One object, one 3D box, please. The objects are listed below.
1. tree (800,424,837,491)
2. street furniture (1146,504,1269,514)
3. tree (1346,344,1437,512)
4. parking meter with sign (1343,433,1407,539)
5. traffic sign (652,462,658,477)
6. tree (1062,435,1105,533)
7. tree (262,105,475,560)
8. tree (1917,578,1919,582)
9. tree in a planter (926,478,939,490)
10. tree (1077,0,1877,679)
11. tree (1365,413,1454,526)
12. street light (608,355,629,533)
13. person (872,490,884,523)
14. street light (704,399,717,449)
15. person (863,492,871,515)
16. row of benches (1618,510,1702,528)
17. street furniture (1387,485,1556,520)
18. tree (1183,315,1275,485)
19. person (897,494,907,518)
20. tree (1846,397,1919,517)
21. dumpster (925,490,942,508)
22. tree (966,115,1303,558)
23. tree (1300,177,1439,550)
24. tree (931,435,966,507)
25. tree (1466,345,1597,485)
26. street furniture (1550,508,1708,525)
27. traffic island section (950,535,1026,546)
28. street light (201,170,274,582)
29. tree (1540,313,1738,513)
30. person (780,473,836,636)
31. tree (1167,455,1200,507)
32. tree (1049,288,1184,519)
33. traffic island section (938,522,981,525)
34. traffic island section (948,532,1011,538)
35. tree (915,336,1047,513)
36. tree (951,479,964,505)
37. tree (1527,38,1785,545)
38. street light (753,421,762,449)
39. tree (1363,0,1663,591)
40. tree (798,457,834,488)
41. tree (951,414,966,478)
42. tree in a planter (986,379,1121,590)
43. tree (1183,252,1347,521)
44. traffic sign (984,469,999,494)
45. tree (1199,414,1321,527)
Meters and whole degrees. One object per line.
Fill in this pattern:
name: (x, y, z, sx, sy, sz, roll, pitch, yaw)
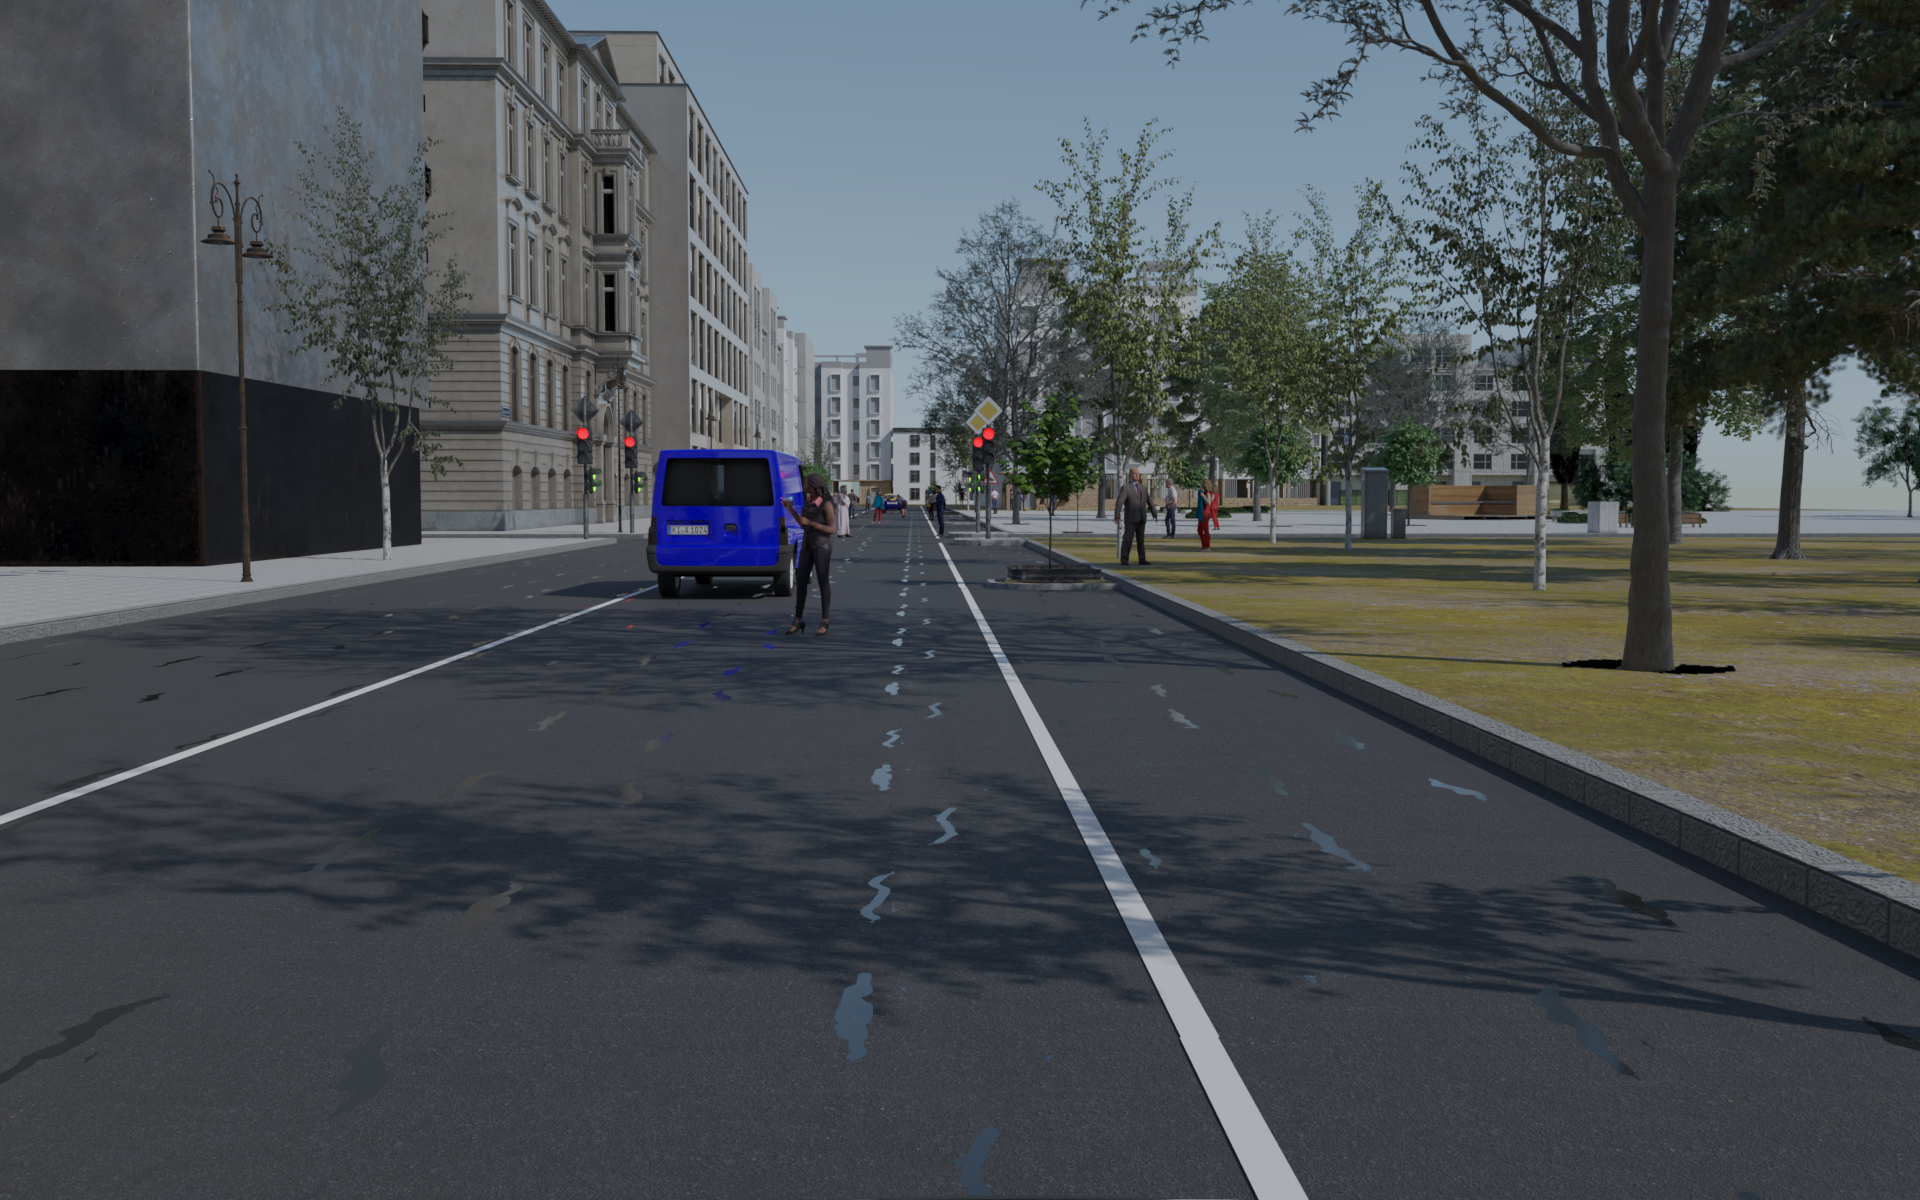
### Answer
tree: (-14.701, -14.112, 181.094, 4.360, 8.622, 3.978, 0, 3, 0)
street furniture: (15.302, -5.964, 113.131, 10.072, 0.657, 5.734, 0, 4, 1)
tree: (31.036, -12.346, 123.913, 6.751, 12.117, 7.091, 0, 3, 0)
parking meter with sign: (11.980, -3.285, 49.974, 1.738, 3.016, 0.543, 0, 4, -5)
traffic sign: (-11.271, -4.004, 65.579, 0.768, 2.556, 0.104, 0, 4, 5)
tree: (3.993, -3.802, 56.768, 1.663, 3.219, 1.824, 0, 3, 0)
tree: (-11.085, -5.060, 33.095, 4.360, 8.622, 3.978, 0, 3, 0)
tree: (14.189, -6.266, 24.510, 6.751, 12.117, 7.091, 0, 3, 0)
tree in a planter: (-2.763, -11.556, 186.160, 1.991, 3.239, 1.994, 0, 4, -1)
tree: (5.029, -6.240, 12.399, 12.009, 13.543, 11.850, 0, 3, 0)
tree: (18.225, -5.276, 69.973, 4.285, 4.588, 4.351, 0, 3, 0)
street light: (-11.322, -5.183, 57.536, 0.468, 5.910, 1.993, 0, 4, -1)
person: (-3.981, -4.532, 84.306, 0.593, 1.614, 0.444, 1, 4, 16)
street light: (-11.904, -6.737, 82.933, 0.468, 5.910, 1.993, 0, 4, -1)
person: (-6.258, -6.515, 117.232, 0.499, 1.552, 0.429, -2, 4, -32)
row of benches: (26.455, -3.115, 66.399, 4.104, 0.672, 1.422, 0, 4, -2)
street furniture: (27.356, -5.075, 89.823, 9.812, 1.723, 11.010, -1, 4, -20)
tree: (14.553, -10.875, 99.862, 6.751, 12.117, 7.091, 0, 3, 0)
person: (-3.512, -5.682, 104.628, 0.697, 1.427, 0.421, 2, 4, 29)
tree: (53.803, -7.960, 93.055, 11.467, 7.101, 20.602, 0, 4, 7)
dumpster: (-2.772, -10.567, 180.983, 1.865, 1.857, 1.264, 0, 3, 0)
tree: (3.392, -5.125, 34.157, 4.737, 8.622, 4.395, 0, 3, 0)
tree: (8.718, -5.467, 39.741, 4.737, 8.622, 4.395, 0, 3, 0)
tree: (-0.549, -13.597, 172.665, 4.360, 8.622, 3.978, 0, 3, 0)
tree: (32.738, -10.065, 98.981, 7.601, 10.594, 8.767, 0, 4, 1)
street furniture: (29.278, -3.750, 76.935, 5.734, 0.657, 10.072, 1, 4, 12)
traffic island section: (0.823, -1.658, 49.385, 2.009, 0.180, 2.903, 0, 4, -1)
street light: (-10.425, -3.202, 25.138, 0.468, 5.910, 1.993, 0, 4, -1)
tree: (48.061, -13.511, 122.733, 13.155, 14.587, 18.604, 2, 4, 25)
person: (-1.545, -0.466, 17.582, 0.593, 1.643, 0.415, 0, 4, 5)
tree: (16.006, -8.341, 120.085, 4.285, 4.588, 4.351, 0, 3, 0)
tree: (7.429, -10.309, 90.600, 6.751, 12.117, 7.091, 0, 3, 0)
traffic island section: (-0.038, -3.618, 82.024, 1.991, 0.108, 1.994, 0, 4, -1)
traffic island section: (0.614, -2.146, 57.368, 2.009, 0.180, 2.903, 0, 4, -1)
tree: (1.704, -10.316, 103.081, 8.767, 10.594, 7.601, 0, 4, -2)
tree: (-0.042, -13.119, 209.093, 1.663, 3.219, 1.824, 0, 3, 0)
tree: (18.556, -7.673, 43.580, 7.486, 12.596, 7.792, 0, 3, 0)
street light: (-12.612, -8.263, 107.890, 0.468, 5.910, 1.993, 0, 4, -1)
tree: (7.690, -4.446, 23.050, 4.360, 8.622, 3.978, 0, 3, 0)
tree: (-13.941, -10.263, 151.507, 4.285, 4.588, 4.351, 0, 3, 0)
tree: (0.776, -11.274, 134.687, 4.737, 8.622, 4.395, 0, 3, 0)
tree in a planter: (1.408, -1.812, 26.841, 1.991, 3.239, 1.994, 0, 4, -1)
tree: (14.159, -9.967, 81.080, 7.486, 12.596, 7.792, 0, 3, 0)
traffic sign: (1.590, -5.508, 90.055, 0.884, 2.594, 0.081, 0, 4, 1)
tree: (12.468, -5.164, 68.150, 4.285, 4.588, 4.351, 0, 3, 0)
